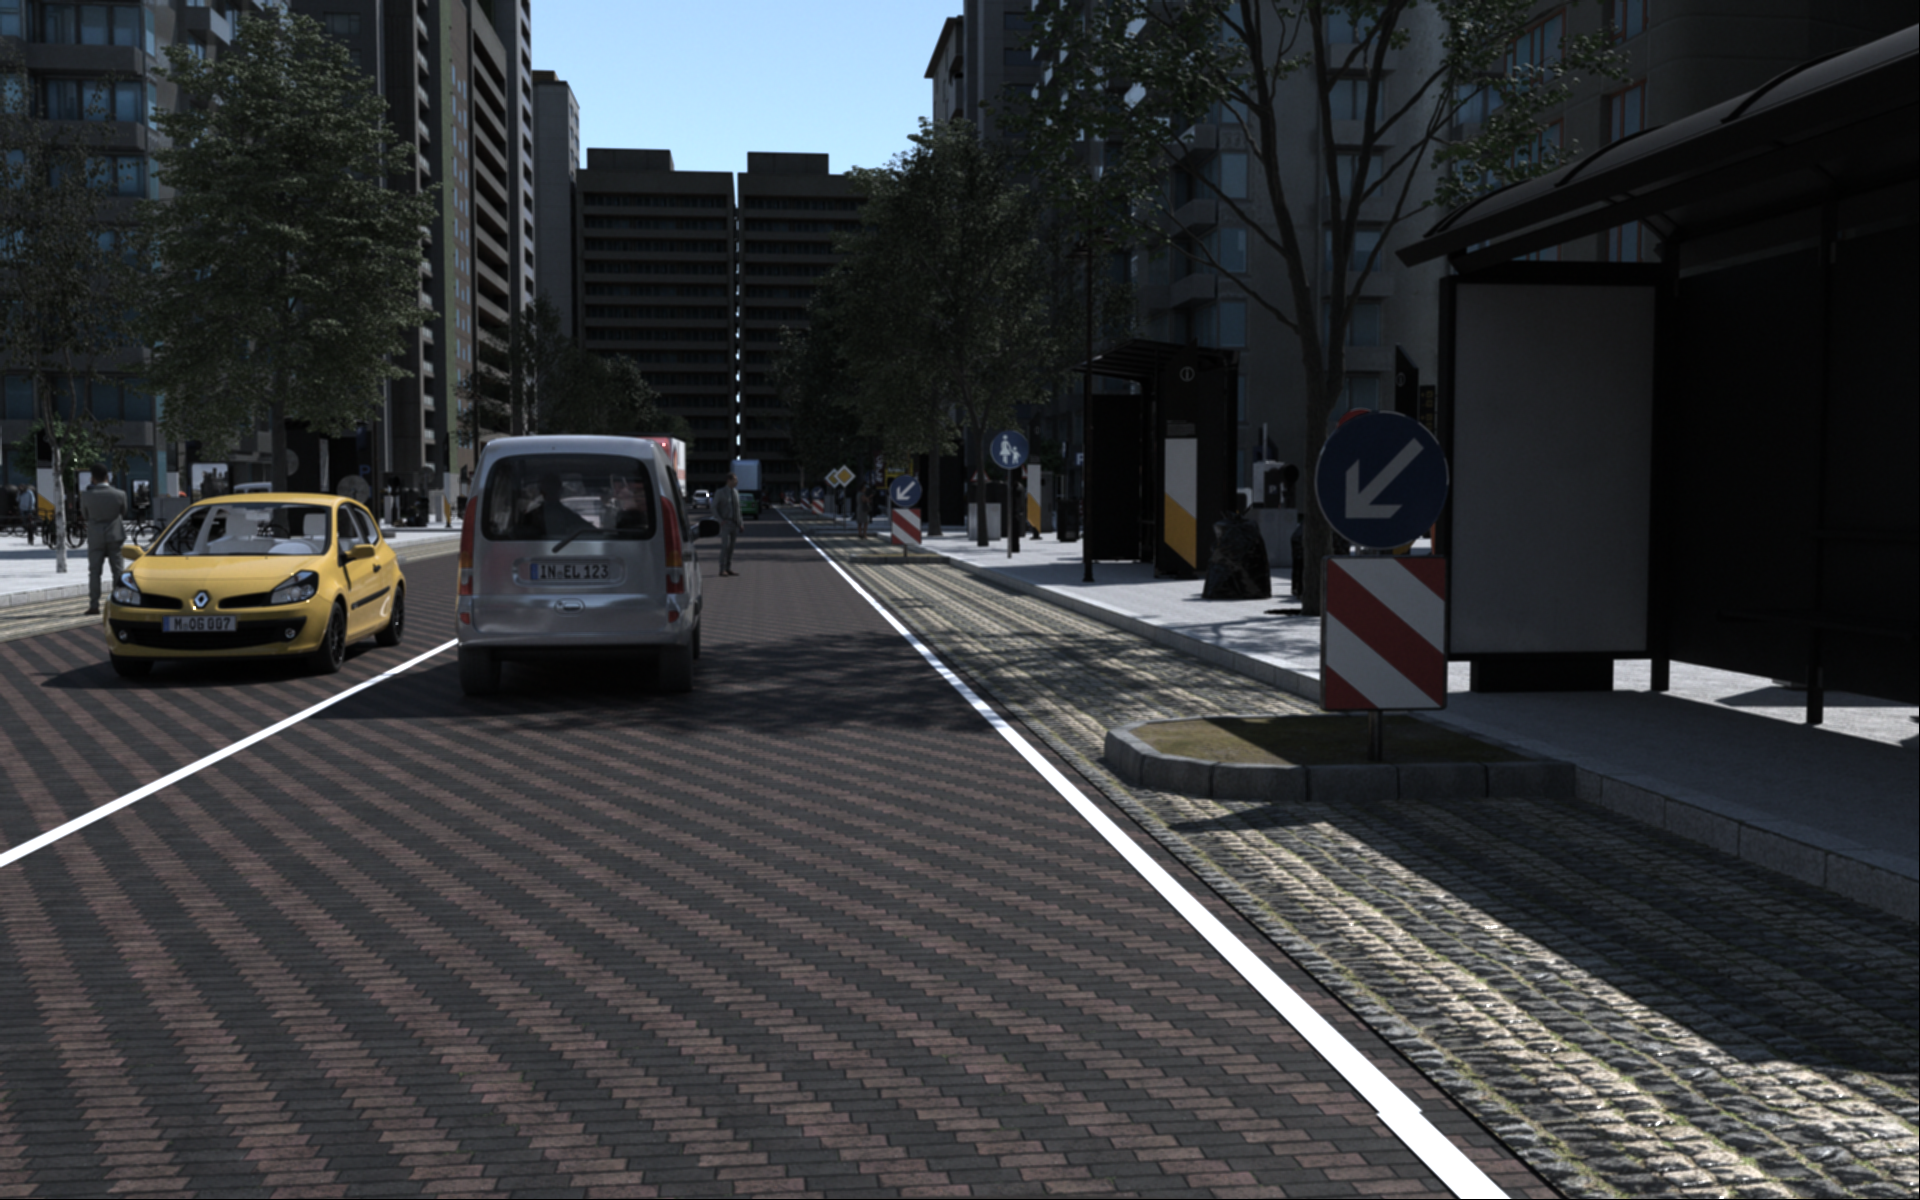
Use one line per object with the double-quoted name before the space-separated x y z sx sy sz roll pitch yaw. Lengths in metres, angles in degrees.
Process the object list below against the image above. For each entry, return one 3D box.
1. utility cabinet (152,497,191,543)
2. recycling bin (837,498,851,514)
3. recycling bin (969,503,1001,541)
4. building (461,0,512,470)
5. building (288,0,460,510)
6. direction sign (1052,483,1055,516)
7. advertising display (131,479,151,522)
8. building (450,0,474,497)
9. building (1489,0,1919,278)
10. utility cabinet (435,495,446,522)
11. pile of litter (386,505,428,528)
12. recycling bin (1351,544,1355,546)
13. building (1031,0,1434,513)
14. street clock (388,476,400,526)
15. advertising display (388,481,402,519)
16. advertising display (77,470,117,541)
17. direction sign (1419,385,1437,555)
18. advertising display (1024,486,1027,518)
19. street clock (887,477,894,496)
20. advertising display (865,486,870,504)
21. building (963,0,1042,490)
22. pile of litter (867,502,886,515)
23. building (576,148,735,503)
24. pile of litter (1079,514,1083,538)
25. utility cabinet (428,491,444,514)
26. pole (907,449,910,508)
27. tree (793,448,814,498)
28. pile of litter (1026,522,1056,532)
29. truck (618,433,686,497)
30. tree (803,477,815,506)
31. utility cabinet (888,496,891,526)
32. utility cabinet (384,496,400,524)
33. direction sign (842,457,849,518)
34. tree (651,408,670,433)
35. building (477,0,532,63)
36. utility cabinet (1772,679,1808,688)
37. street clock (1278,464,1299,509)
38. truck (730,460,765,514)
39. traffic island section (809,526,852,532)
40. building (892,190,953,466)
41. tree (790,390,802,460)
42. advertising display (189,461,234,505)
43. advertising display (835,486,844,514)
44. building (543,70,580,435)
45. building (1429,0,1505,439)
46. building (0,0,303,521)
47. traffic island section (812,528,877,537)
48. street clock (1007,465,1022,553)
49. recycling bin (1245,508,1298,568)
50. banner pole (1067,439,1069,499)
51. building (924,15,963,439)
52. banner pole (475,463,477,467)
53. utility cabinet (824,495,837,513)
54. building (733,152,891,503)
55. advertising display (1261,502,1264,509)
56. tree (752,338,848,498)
"utility cabinet" -17.568 -1.693 38.849 0.306 1.237 1.020 2 4 26
"recycling bin" -7.676 -6.247 114.686 0.722 1.027 0.722 3 5 44
"recycling bin" 0.682 -2.168 48.000 0.722 1.027 0.722 -1 4 -19
"building" -54.310 -32.867 161.072 21.300 48.544 21.600 0 4 -7
"building" -46.131 -27.277 129.570 14.154 41.232 14.086 0 4 -7
"direction sign" 5.417 -6.724 101.935 0.876 3.537 0.379 0 4 6
"advertising display" -36.247 -4.369 76.650 0.123 1.923 0.974 1 4 19
"building" -48.891 -30.196 143.807 14.600 45.320 14.200 0 4 -7
"building" 28.742 -11.360 30.777 27.650 21.520 28.899 0 4 -7
"utility cabinet" -23.896 -4.189 79.658 0.306 1.237 1.020 0 4 -6
"pile of litter" -21.312 -3.228 66.744 1.719 0.858 1.176 -2 4 -34
"recycling bin" 10.067 -1.881 43.303 0.722 1.027 0.722 -1 4 -14
"building" 17.502 -31.121 128.436 23.786 49.044 30.456 0 4 -7
"street clock" -22.541 -3.942 69.022 0.358 2.002 0.471 1 4 18
"advertising display" -28.184 -4.963 86.354 0.974 1.923 0.123 3 4 37
"advertising display" -23.588 -2.580 47.392 0.974 1.923 0.123 -2 4 -25
"direction sign" 9.919 -2.688 35.947 0.876 3.537 0.379 3 5 40
"advertising display" 3.456 -5.322 92.232 0.974 1.923 0.123 1 4 17
"street clock" -2.965 -4.272 74.410 0.358 2.002 0.471 1 4 15
"advertising display" -5.679 -6.264 107.628 0.974 1.923 0.123 0 4 3
"building" 10.837 -37.983 163.020 21.231 58.520 28.212 0 4 -7
"pile of litter" -5.431 -5.604 105.590 1.176 0.858 1.719 3 4 36
"building" -42.508 -38.067 246.089 21.600 48.544 21.300 0 4 -7
"pile of litter" 4.019 -2.237 50.539 1.176 0.858 1.719 -1 4 -18
"utility cabinet" -32.511 -6.058 107.719 0.318 1.500 1.173 2 4 28
"pole" -2.339 -5.141 77.897 0.158 3.312 0.155 0 3 0
"tree" -15.932 -14.245 183.266 4.737 8.622 4.395 0 3 0
"pile of litter" 2.494 -2.771 59.263 1.719 0.858 1.176 0 4 -7
"truck" -14.522 -5.648 81.266 2.839 4.237 11.283 0 4 -5
"tree" -16.292 -11.783 187.253 1.663 3.219 1.824 0 3 0
"utility cabinet" -2.691 -3.610 70.187 0.306 1.237 1.020 -1 4 -13
"utility cabinet" -24.216 -3.832 73.817 0.306 1.237 1.020 0 4 4
"direction sign" -6.283 -6.280 94.673 0.379 3.537 0.876 0 4 2
"tree" -35.672 -17.410 210.416 9.928 11.665 9.643 0 3 0
"building" -60.829 -39.443 186.897 28.212 58.520 21.231 0 4 -7
"utility cabinet" 6.005 -0.165 11.370 1.173 1.500 0.318 0 4 2
"street clock" 8.031 -2.313 42.387 0.471 2.002 0.358 -2 4 -28
"truck" -16.151 -8.557 129.659 2.967 4.110 18.799 0 4 -6
"traffic island section" -4.794 -2.708 66.560 2.009 0.180 2.903 0 4 -7
"building" -2.923 -36.550 247.698 14.200 45.320 14.600 0 4 -7
"tree" -8.798 -12.780 127.083 7.486 12.596 7.792 0 3 0
"advertising display" -14.812 -1.780 34.315 0.974 1.923 0.123 1 4 19
"advertising display" -7.621 -6.404 109.913 0.123 1.923 0.974 2 4 27
"building" -67.701 -42.877 243.030 28.212 58.520 21.231 0 4 -7
"building" 23.751 -28.878 91.762 30.456 49.044 23.786 0 4 -7
"building" -49.355 -28.959 93.091 23.786 49.044 30.456 0 4 -7
"traffic island section" -3.882 -2.223 58.627 2.009 0.180 2.903 0 4 -7
"street clock" 1.196 -2.043 37.978 0.358 2.002 0.471 -1 4 -14
"recycling bin" 5.440 -1.087 30.323 0.722 1.027 0.722 -1 4 -14
"banner pole" 4.930 -5.434 78.870 0.401 3.779 0.863 1 4 8
"building" 11.624 -36.822 191.270 28.713 52.752 27.495 0 4 -7
"banner pole" -38.241 -9.034 137.729 0.401 3.779 0.863 3 5 40
"utility cabinet" -8.636 -6.463 116.838 1.020 1.237 0.306 0 4 8
"building" -21.074 -38.230 248.762 21.600 48.544 21.300 0 4 -7
"advertising display" 10.373 -3.243 58.234 0.123 1.923 0.974 2 4 33
"tree" -18.258 -21.371 205.297 12.611 20.169 13.585 0 3 0
